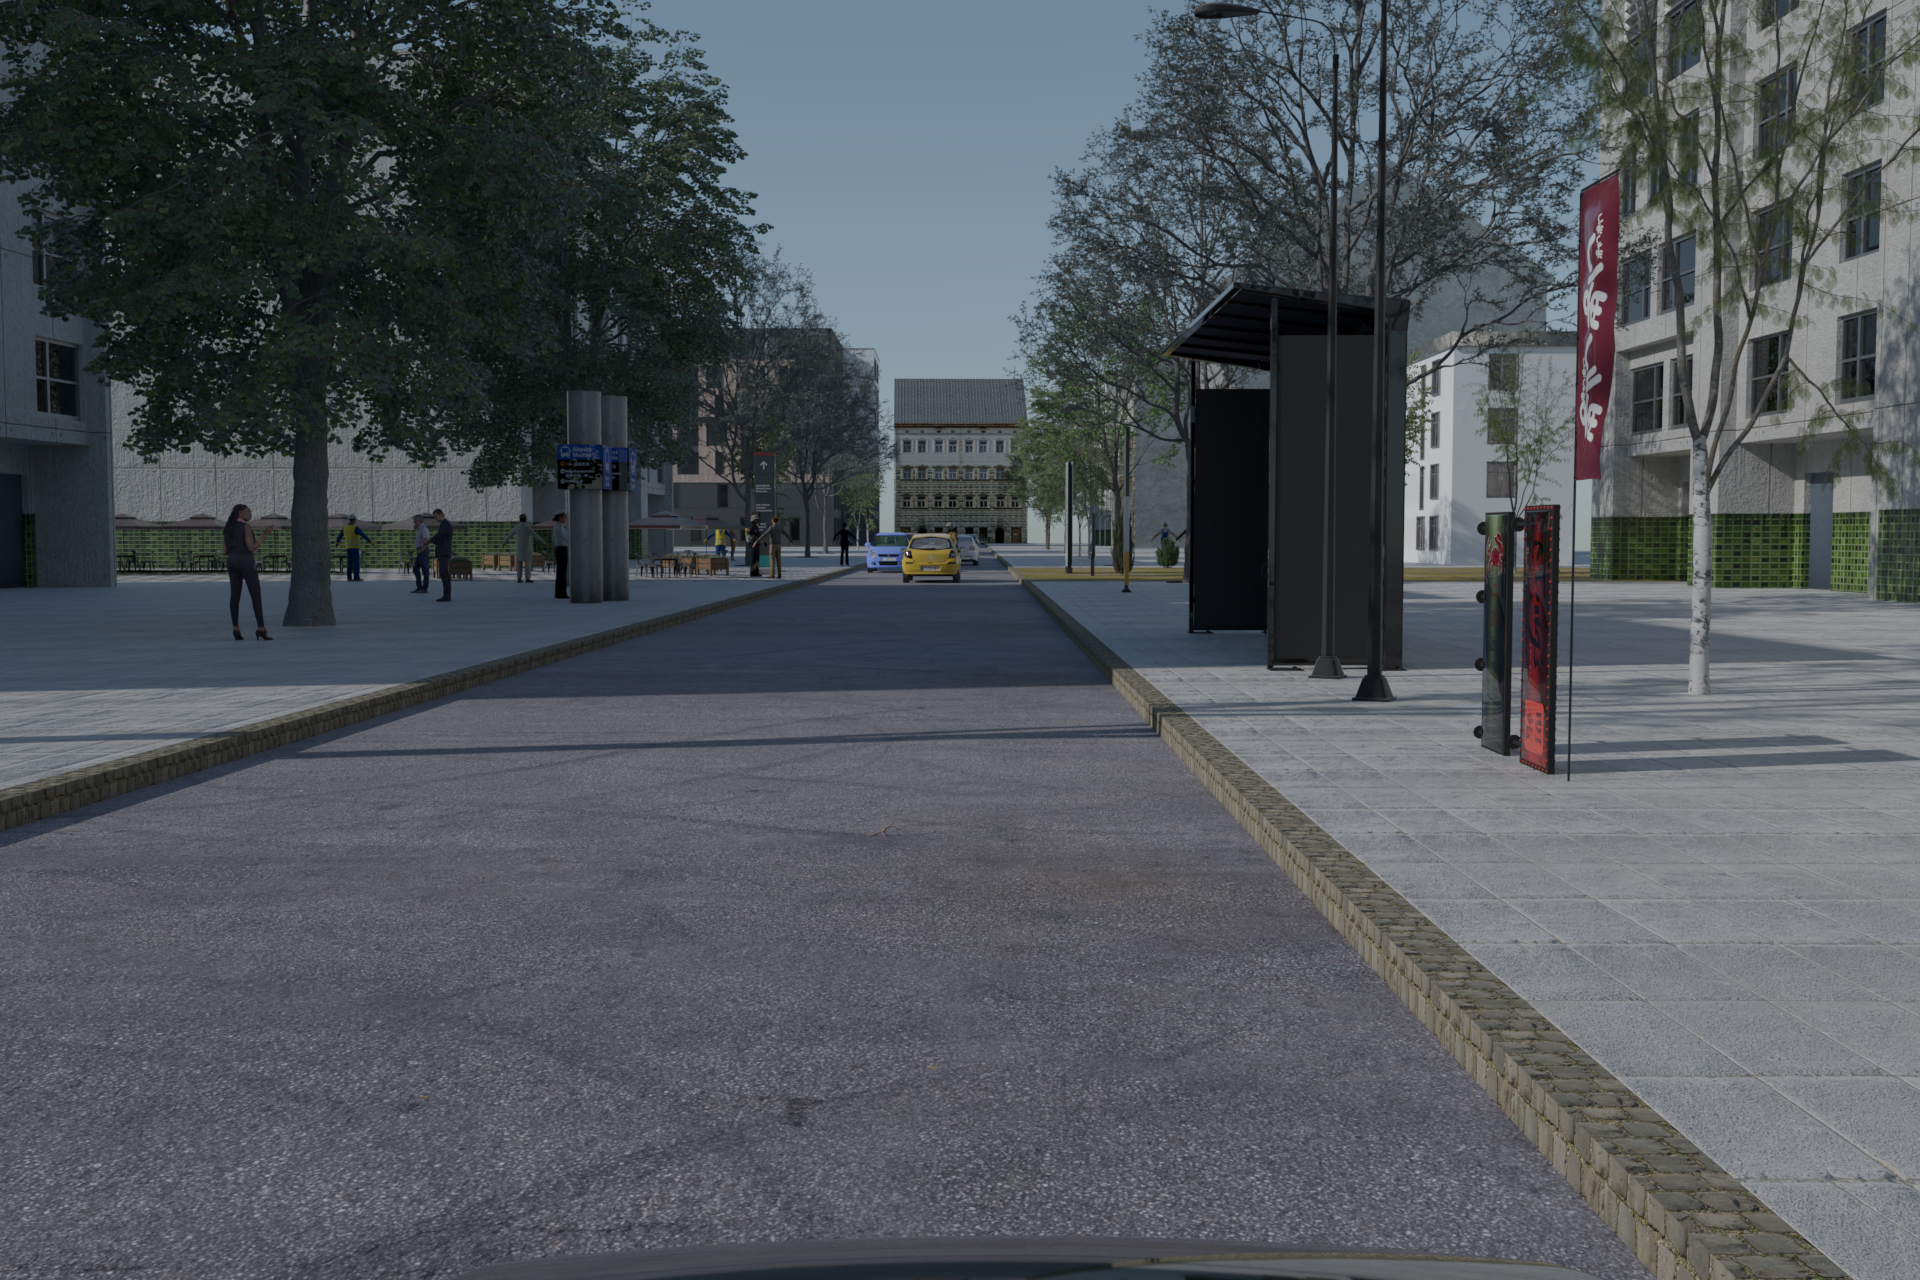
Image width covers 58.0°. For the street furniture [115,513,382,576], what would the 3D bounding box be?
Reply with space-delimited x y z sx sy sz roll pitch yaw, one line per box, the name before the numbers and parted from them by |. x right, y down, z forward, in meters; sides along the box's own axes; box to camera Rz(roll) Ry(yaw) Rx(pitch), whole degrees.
street furniture | -33.402 -3.033 54.622 27.439 1.986 14.083 1 4 13

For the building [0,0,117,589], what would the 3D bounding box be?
building | -29.023 -9.753 25.916 16.747 18.905 31.486 0 4 1

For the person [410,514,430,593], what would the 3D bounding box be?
person | -11.700 -1.866 37.495 0.436 1.711 0.756 -1 4 -17

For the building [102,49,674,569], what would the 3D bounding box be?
building | -24.365 -13.020 79.340 16.747 18.905 31.486 0 4 1

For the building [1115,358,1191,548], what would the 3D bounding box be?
building | 25.460 -20.674 168.945 19.493 23.208 18.063 0 4 1

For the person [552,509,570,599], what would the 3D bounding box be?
person | -7.859 -1.711 34.440 0.721 1.778 1.216 -2 4 -30

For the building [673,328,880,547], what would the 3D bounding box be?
building | -23.333 -21.054 188.203 27.936 21.610 32.646 0 4 0

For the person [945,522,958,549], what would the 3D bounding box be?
person | -0.374 -3.330 62.670 0.705 1.858 1.354 -2 4 -29

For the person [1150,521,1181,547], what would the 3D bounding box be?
person | 8.932 -4.243 75.230 1.347 1.847 0.705 1 4 14

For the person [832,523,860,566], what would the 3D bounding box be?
person | -4.642 -3.879 70.136 1.216 1.740 0.721 1 4 20

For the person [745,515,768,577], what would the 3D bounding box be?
person | -6.153 -2.836 52.141 0.705 1.856 1.354 1 4 16

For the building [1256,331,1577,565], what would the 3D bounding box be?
building | 21.353 -8.791 85.877 9.099 9.664 28.070 0 4 1

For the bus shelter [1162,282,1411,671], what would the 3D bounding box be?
bus shelter | 3.434 -1.712 19.277 1.731 3.624 6.357 0 4 0

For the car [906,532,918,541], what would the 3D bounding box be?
car | -2.546 -4.598 84.215 2.155 1.783 4.494 0 3 0

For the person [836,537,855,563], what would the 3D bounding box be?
person | -5.137 -4.176 77.549 0.991 1.433 0.599 2 4 26

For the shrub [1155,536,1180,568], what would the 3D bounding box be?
shrub | 7.833 -3.321 65.416 1.383 1.207 1.383 0 3 0

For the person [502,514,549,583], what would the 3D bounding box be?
person | -11.488 -2.420 45.647 1.344 1.819 0.704 1 4 14

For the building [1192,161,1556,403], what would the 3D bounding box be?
building | 25.478 -17.161 111.505 19.493 23.208 18.063 0 4 1

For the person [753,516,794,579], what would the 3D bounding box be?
person | -5.329 -2.666 49.864 1.348 1.796 0.705 -2 4 -35

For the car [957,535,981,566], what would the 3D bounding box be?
car | -0.059 -4.120 79.724 2.083 1.381 4.827 0 4 1

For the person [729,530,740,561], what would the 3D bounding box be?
person | -10.844 -4.675 83.233 0.721 1.733 1.217 -2 4 -27

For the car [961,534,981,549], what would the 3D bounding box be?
car | 0.644 -7.520 134.959 2.014 1.417 4.499 0 4 1

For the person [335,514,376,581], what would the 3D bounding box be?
person | -16.471 -2.512 47.048 1.349 1.833 0.705 1 4 22

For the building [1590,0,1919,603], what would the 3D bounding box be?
building | 26.149 -10.183 32.956 16.747 18.905 31.486 0 4 1

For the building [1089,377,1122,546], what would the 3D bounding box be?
building | 24.087 -20.081 194.781 16.747 18.905 31.486 0 3 0

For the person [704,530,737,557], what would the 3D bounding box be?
person | -8.771 -3.482 63.389 1.216 1.772 0.721 0 4 -2

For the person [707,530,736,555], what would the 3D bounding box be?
person | -10.553 -4.303 76.533 1.347 1.806 0.705 -1 4 -21

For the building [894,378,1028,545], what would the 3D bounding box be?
building | -0.148 -25.068 243.238 18.063 23.208 19.493 0 4 -2

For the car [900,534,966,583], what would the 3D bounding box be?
car | -0.834 -2.571 52.255 2.015 1.641 3.980 0 4 1

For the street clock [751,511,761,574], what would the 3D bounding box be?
street clock | -6.443 -3.066 54.702 0.358 2.002 0.471 0 4 2

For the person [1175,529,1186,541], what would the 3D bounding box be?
person | 9.256 -3.891 69.808 1.347 1.806 0.705 -1 4 -15

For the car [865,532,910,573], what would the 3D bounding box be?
car | -2.593 -3.414 65.404 1.945 1.707 3.694 0 4 1

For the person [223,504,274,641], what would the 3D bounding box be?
person | -8.575 -0.819 20.908 0.593 1.643 0.415 -1 4 -19

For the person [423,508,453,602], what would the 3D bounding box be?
person | -9.932 -1.619 32.957 0.568 1.767 0.683 -2 4 -29

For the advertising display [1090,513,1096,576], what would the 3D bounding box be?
advertising display | 4.069 -2.935 53.207 0.123 1.923 0.974 0 4 1
